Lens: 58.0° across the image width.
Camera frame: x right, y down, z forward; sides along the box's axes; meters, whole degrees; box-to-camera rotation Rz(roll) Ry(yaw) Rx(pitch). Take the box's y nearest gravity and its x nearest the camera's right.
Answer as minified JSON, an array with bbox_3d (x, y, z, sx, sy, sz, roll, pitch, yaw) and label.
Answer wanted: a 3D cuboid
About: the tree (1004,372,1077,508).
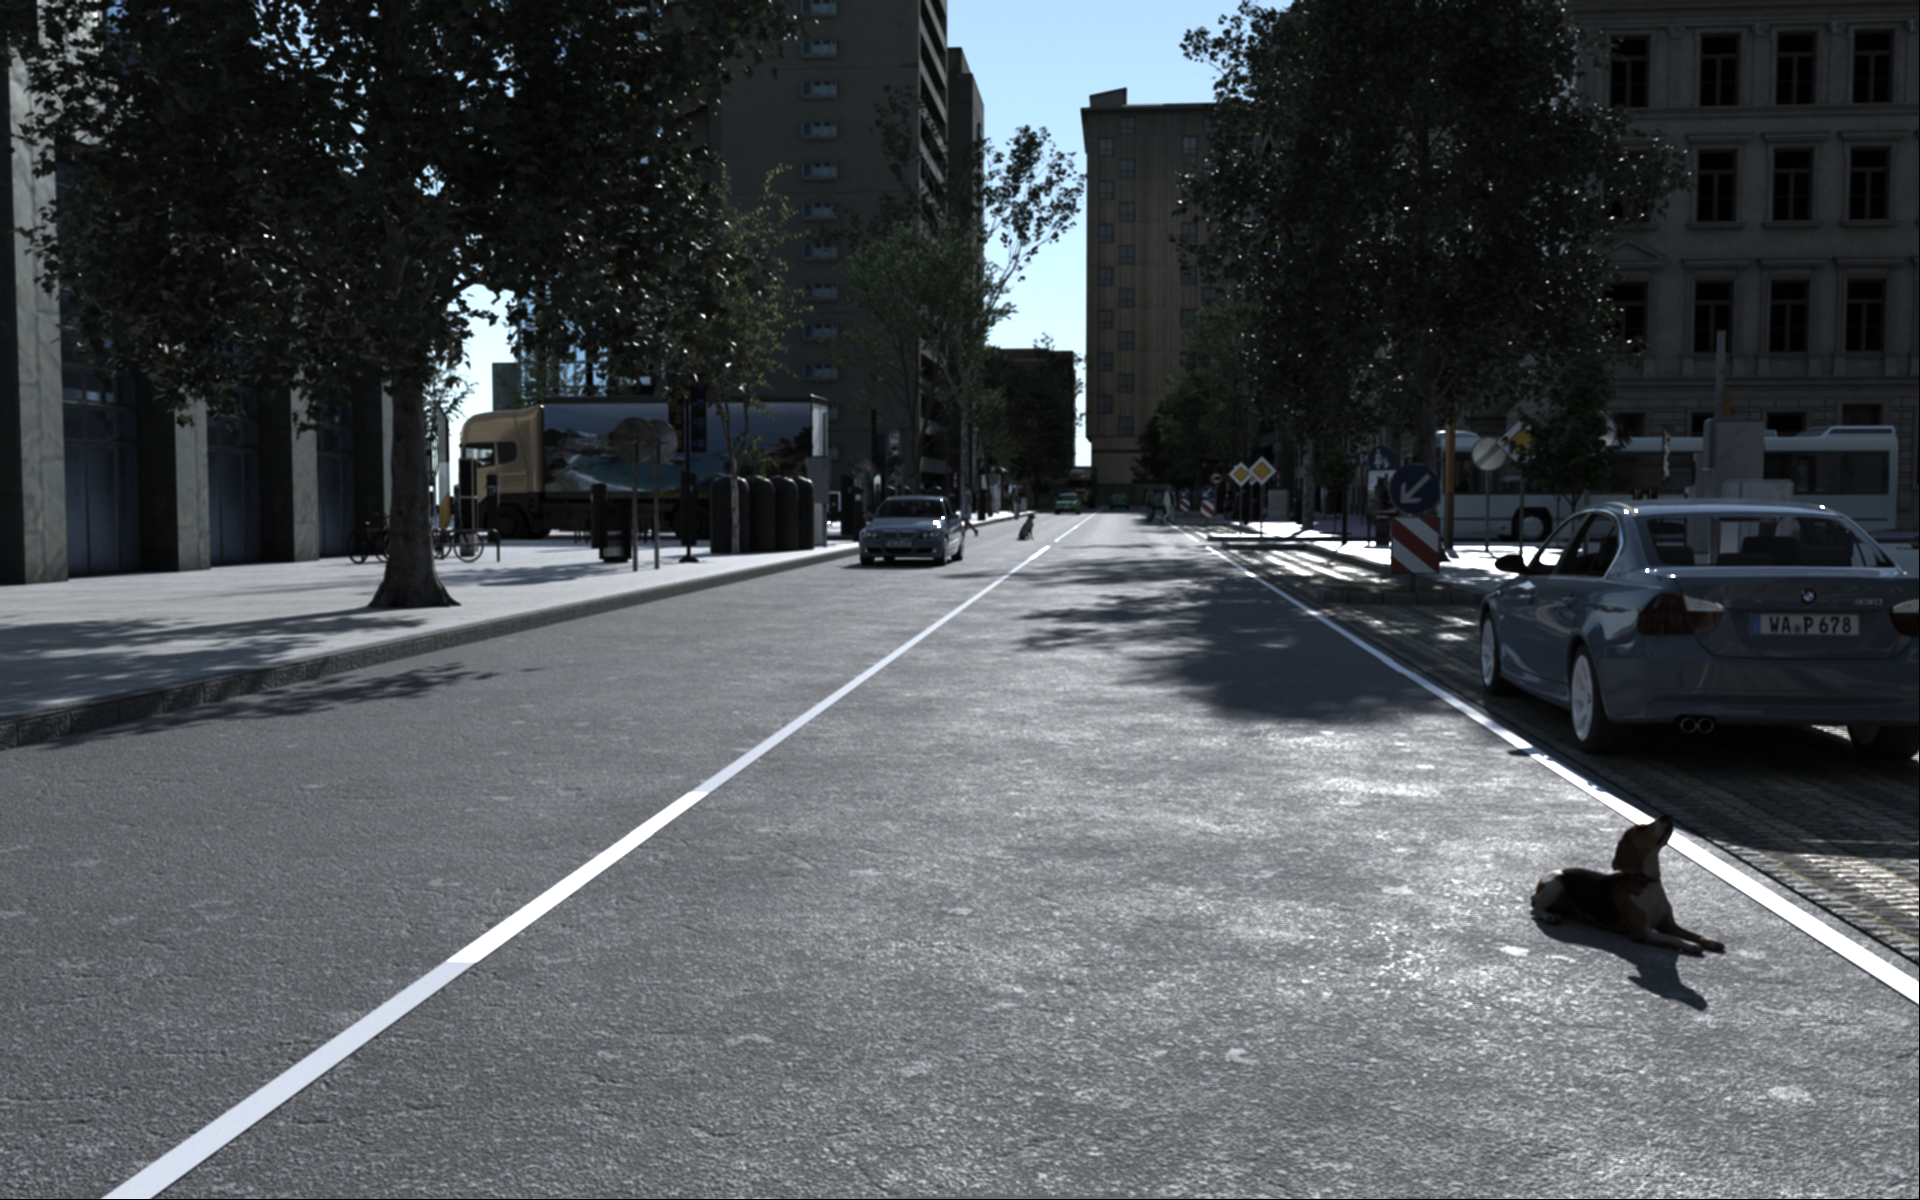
[{"bbox_3d":[7.404,-14.851,160.935,7.486,12.596,7.792,0,3,0],"label":"tree"}]

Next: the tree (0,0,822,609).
[{"bbox_3d":[-6.392,-6.277,19.639,9.611,12.733,9.660,0,3,0],"label":"tree"}]

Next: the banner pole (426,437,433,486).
[{"bbox_3d":[-20.629,-4.704,66.934,0.401,3.779,0.863,1,4,22],"label":"banner pole"}]

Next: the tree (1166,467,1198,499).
[{"bbox_3d":[21.813,-11.303,168.517,4.285,4.588,4.351,0,3,0],"label":"tree"}]

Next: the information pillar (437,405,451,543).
[{"bbox_3d":[-13.496,-3.298,45.272,0.183,3.616,0.504,-3,5,-43],"label":"information pillar"}]

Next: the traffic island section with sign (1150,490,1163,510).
[{"bbox_3d":[18.173,-8.930,154.629,1.989,1.847,2.006,0,4,5],"label":"traffic island section with sign"}]

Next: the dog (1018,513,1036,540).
[{"bbox_3d":[1.983,-2.320,54.769,0.800,0.831,0.513,0,4,4],"label":"dog"}]

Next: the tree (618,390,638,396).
[{"bbox_3d":[-22.062,-9.920,112.560,4.737,8.622,4.395,0,3,0],"label":"tree"}]

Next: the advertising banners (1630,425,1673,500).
[{"bbox_3d":[17.378,-2.893,43.482,2.074,3.025,0.090,-3,5,-42],"label":"advertising banners"}]

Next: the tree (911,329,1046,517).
[{"bbox_3d":[1.404,-9.978,97.546,7.601,10.594,8.767,2,4,26],"label":"tree"}]

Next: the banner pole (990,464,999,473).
[{"bbox_3d":[2.612,-8.446,128.114,0.863,3.779,0.401,1,4,21],"label":"banner pole"}]

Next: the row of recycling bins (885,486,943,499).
[{"bbox_3d":[-2.560,-5.242,92.816,3.534,1.692,1.069,-2,4,-23],"label":"row of recycling bins"}]

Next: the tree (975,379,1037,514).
[{"bbox_3d":[2.530,-9.739,109.600,4.737,8.622,4.395,0,3,0],"label":"tree"}]

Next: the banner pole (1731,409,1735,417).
[{"bbox_3d":[22.537,-3.738,51.133,0.863,3.779,0.401,0,4,1],"label":"banner pole"}]

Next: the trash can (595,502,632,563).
[{"bbox_3d":[-6.494,-1.283,32.631,0.748,1.137,0.748,0,3,0],"label":"trash can"}]

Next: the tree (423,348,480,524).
[{"bbox_3d":[-22.724,-7.556,73.904,4.360,8.622,3.978,0,3,0],"label":"tree"}]

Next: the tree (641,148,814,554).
[{"bbox_3d":[-4.918,-5.269,36.504,4.360,8.622,3.978,0,3,0],"label":"tree"}]

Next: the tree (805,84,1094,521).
[{"bbox_3d":[-1.221,-13.845,82.252,12.611,20.169,13.585,0,3,0],"label":"tree"}]

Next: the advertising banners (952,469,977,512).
[{"bbox_3d":[0.301,-7.643,121.148,2.074,3.025,0.090,-2,4,-32],"label":"advertising banners"}]

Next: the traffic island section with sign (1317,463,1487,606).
[{"bbox_3d":[5.833,-0.887,23.131,1.989,1.847,2.006,0,4,5],"label":"traffic island section with sign"}]

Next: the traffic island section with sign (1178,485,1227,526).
[{"bbox_3d":[10.957,-4.231,77.810,1.989,1.847,2.006,0,4,5],"label":"traffic island section with sign"}]

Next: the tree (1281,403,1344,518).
[{"bbox_3d":[19.510,-8.768,93.719,4.737,8.622,4.395,0,3,0],"label":"tree"}]

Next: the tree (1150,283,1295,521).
[{"bbox_3d":[14.002,-9.677,83.977,9.928,11.665,9.643,0,3,0],"label":"tree"}]

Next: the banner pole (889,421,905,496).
[{"bbox_3d":[-2.127,-4.249,59.484,0.863,3.779,0.401,-3,5,-40],"label":"banner pole"}]

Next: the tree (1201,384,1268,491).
[{"bbox_3d":[17.160,-9.759,109.918,4.737,8.622,4.395,0,3,0],"label":"tree"}]

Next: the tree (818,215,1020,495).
[{"bbox_3d":[-1.623,-8.529,65.206,9.928,11.665,9.643,0,3,0],"label":"tree"}]

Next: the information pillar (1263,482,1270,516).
[{"bbox_3d":[18.264,-6.041,103.259,0.304,2.012,0.304,-1,4,-10],"label":"information pillar"}]

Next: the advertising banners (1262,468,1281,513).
[{"bbox_3d":[20.756,-7.295,115.458,0.090,3.025,2.074,-2,4,-27],"label":"advertising banners"}]

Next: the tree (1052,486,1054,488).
[{"bbox_3d":[9.523,-12.134,192.985,1.663,3.219,1.824,0,3,0],"label":"tree"}]

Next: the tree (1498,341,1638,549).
[{"bbox_3d":[7.899,-1.675,21.982,1.663,3.219,1.824,0,3,0],"label":"tree"}]

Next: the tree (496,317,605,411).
[{"bbox_3d":[-16.249,-7.213,68.293,4.737,8.622,4.395,0,3,0],"label":"tree"}]

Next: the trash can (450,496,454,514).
[{"bbox_3d":[-31.486,-5.883,107.833,0.748,1.137,0.748,0,3,0],"label":"trash can"}]

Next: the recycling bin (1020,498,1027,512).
[{"bbox_3d":[4.232,-6.653,121.337,0.722,1.027,0.722,-1,4,-22],"label":"recycling bin"}]

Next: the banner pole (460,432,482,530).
[{"bbox_3d":[-17.292,-4.366,61.394,0.863,3.779,0.401,-1,4,-12],"label":"banner pole"}]

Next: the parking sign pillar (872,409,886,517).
[{"bbox_3d":[-2.615,-4.106,55.600,1.447,3.967,1.447,0,4,-2],"label":"parking sign pillar"}]

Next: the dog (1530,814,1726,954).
[{"bbox_3d":[2.195,0.882,5.767,0.550,0.427,0.748,1,4,12],"label":"dog"}]

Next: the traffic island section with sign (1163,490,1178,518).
[{"bbox_3d":[13.517,-5.901,105.105,1.989,1.847,2.006,0,4,5],"label":"traffic island section with sign"}]

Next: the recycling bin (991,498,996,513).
[{"bbox_3d":[1.976,-6.357,116.491,0.722,1.027,0.722,-1,4,-21],"label":"recycling bin"}]

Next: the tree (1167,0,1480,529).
[{"bbox_3d":[13.756,-12.698,63.495,12.611,20.169,13.585,0,3,0],"label":"tree"}]

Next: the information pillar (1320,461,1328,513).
[{"bbox_3d":[24.327,-7.606,115.708,0.504,3.616,0.183,2,4,35],"label":"information pillar"}]

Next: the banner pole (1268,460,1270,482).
[{"bbox_3d":[22.511,-8.320,126.050,0.401,3.779,0.863,1,4,15],"label":"banner pole"}]

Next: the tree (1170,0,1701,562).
[{"bbox_3d":[8.861,-7.083,32.811,9.611,12.733,9.660,0,3,0],"label":"tree"}]

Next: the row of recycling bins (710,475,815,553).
[{"bbox_3d":[-4.360,-1.945,38.920,1.069,1.692,3.534,2,4,27],"label":"row of recycling bins"}]

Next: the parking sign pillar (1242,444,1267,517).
[{"bbox_3d":[16.422,-6.619,96.694,1.447,3.967,1.447,-1,4,-16],"label":"parking sign pillar"}]

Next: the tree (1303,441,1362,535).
[{"bbox_3d":[11.957,-3.678,54.729,1.663,3.219,1.824,0,3,0],"label":"tree"}]

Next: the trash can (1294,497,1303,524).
[{"bbox_3d":[14.518,-3.775,73.374,0.748,1.137,0.748,0,3,0],"label":"trash can"}]

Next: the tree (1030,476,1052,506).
[{"bbox_3d":[7.740,-10.718,169.846,1.663,3.219,1.824,0,3,0],"label":"tree"}]

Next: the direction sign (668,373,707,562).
[{"bbox_3d":[-5.129,-2.486,32.646,0.876,3.537,0.379,2,4,30],"label":"direction sign"}]

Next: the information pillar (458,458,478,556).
[{"bbox_3d":[-10.155,-1.913,35.775,0.304,2.012,0.304,0,4,0],"label":"information pillar"}]

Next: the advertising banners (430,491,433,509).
[{"bbox_3d":[-30.824,-6.392,100.691,2.074,3.025,0.090,-1,4,-17],"label":"advertising banners"}]

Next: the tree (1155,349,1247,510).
[{"bbox_3d":[18.946,-13.313,135.797,7.486,12.596,7.792,0,3,0],"label":"tree"}]

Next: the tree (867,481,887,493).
[{"bbox_3d":[-5.760,-7.523,117.597,1.663,3.219,1.824,0,3,0],"label":"tree"}]
